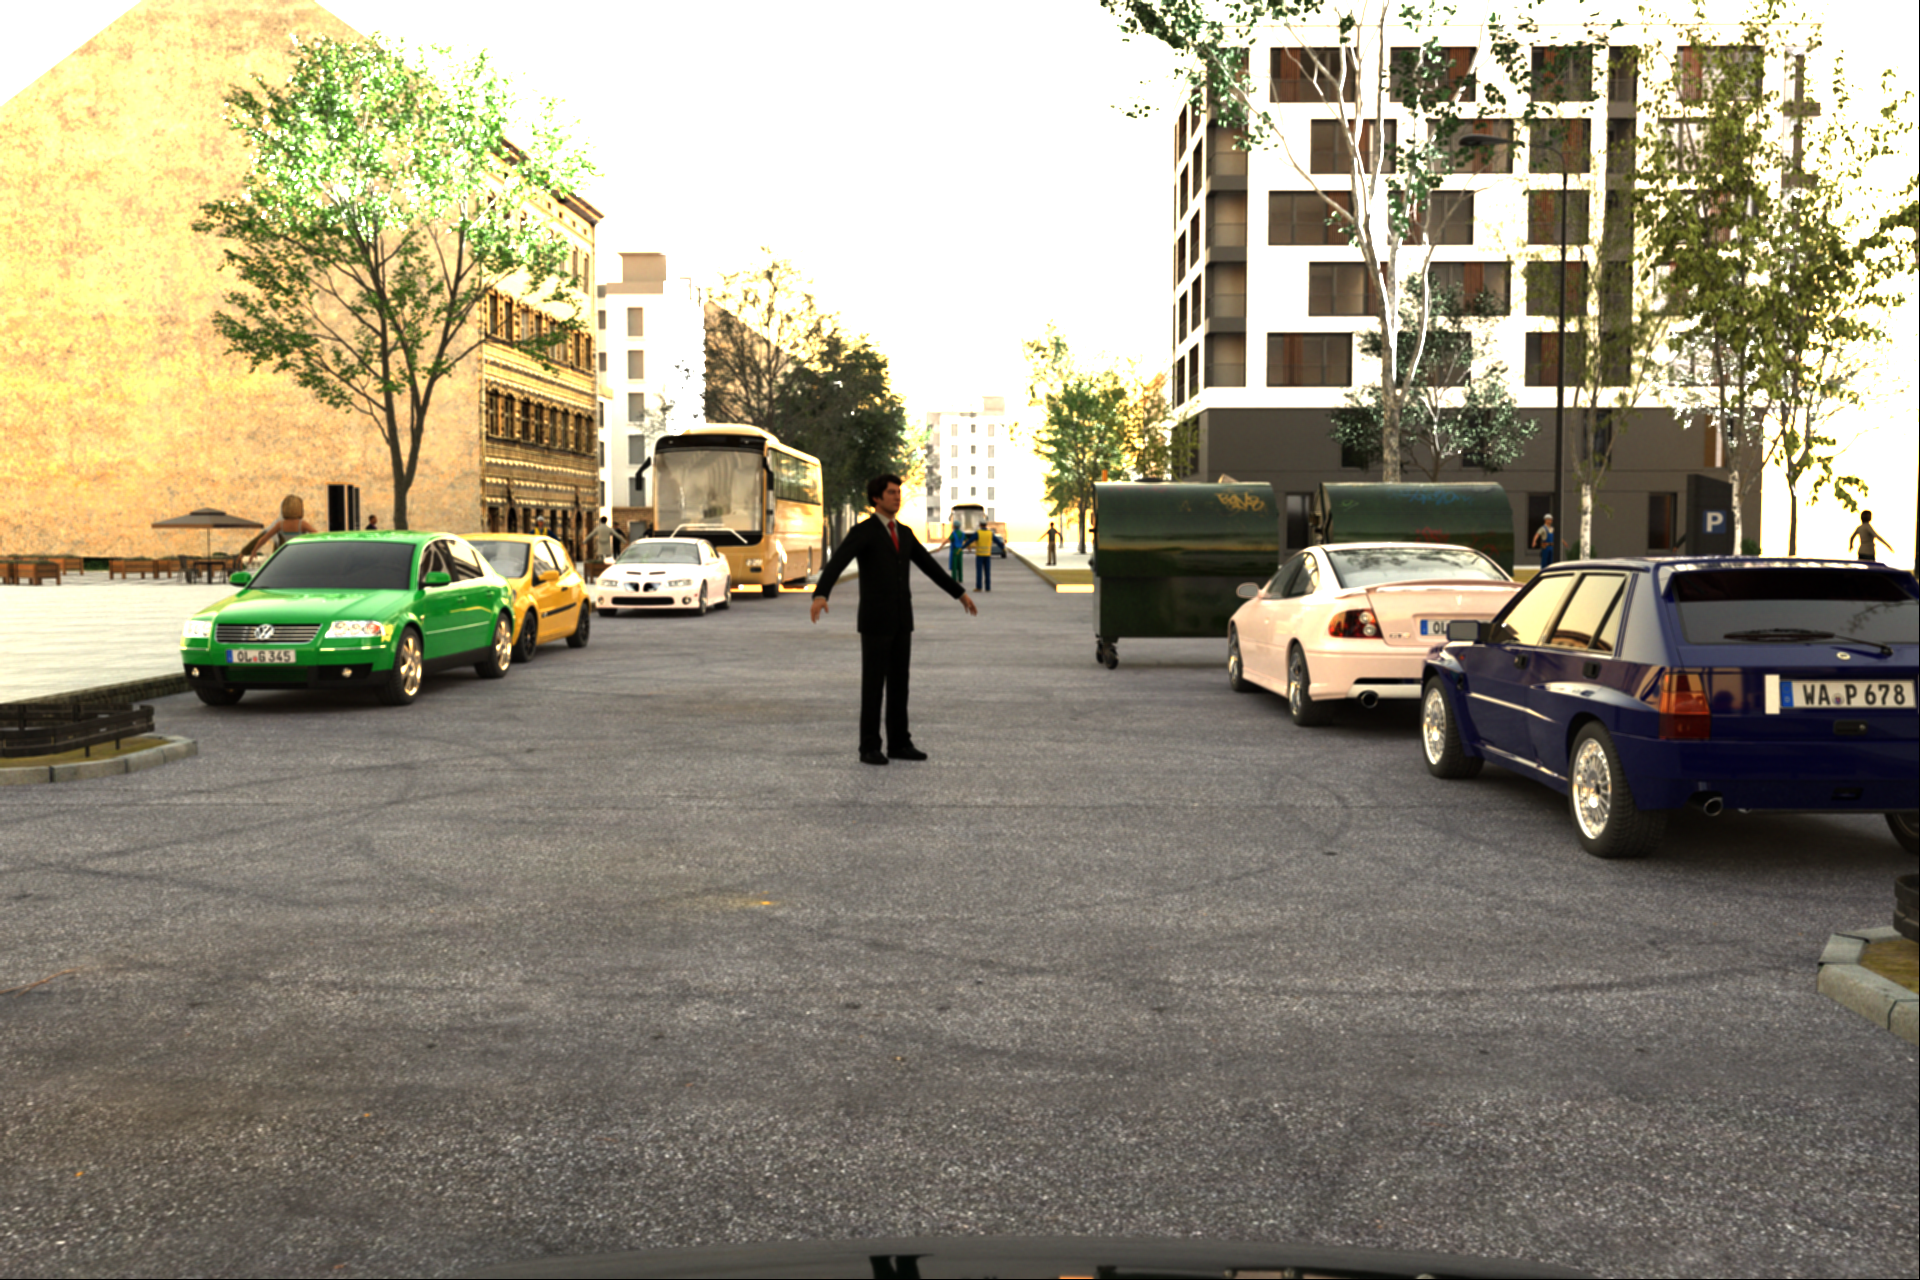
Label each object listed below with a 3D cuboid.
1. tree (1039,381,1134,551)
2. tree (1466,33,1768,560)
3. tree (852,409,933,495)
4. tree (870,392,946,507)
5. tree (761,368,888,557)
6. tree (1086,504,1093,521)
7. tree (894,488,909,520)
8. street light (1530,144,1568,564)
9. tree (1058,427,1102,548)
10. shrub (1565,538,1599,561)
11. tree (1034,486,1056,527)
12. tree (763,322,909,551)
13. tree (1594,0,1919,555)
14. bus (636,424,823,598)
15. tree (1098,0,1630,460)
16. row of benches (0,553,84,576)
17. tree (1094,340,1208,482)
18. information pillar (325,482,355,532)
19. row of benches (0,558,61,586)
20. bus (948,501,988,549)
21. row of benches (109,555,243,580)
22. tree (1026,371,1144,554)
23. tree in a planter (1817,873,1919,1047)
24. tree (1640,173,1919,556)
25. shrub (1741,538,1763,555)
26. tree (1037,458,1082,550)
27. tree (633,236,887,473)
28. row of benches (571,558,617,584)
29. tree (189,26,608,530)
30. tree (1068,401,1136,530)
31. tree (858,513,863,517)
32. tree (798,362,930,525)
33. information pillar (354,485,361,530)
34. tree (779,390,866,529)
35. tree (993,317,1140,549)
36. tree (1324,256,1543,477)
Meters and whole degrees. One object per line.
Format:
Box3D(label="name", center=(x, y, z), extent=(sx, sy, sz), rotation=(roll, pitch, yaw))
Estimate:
Box3D(label="tree", center=(9.273, -12.832, 127.922), extent=(7.486, 12.596, 7.792), rotation=(0, 3, 0))
Box3D(label="tree", center=(9.391, -4.657, 26.506), extent=(4.360, 8.622, 3.978), rotation=(0, 3, 0))
Box3D(label="tree", center=(-6.259, -12.957, 137.601), extent=(9.928, 11.665, 9.643), rotation=(0, 3, 0))
Box3D(label="tree", center=(-6.521, -14.649, 149.873), extent=(12.009, 13.543, 11.850), rotation=(0, 3, 0))
Box3D(label="tree", center=(-7.364, -9.884, 96.013), extent=(7.601, 10.594, 8.767), rotation=(1, 4, 16))
Box3D(label="tree", center=(18.913, -17.324, 233.604), extent=(4.360, 8.622, 3.978), rotation=(0, 3, 0))
Box3D(label="tree", center=(-8.399, -17.345, 233.947), extent=(4.360, 8.622, 3.978), rotation=(0, 3, 0))
Box3D(label="street light", center=(7.575, -2.919, 20.264), extent=(1.470, 5.913, 1.316), rotation=(0, 4, 1))
Box3D(label="tree", center=(8.294, -10.357, 119.701), extent=(4.360, 8.622, 3.978), rotation=(0, 3, 0))
Box3D(label="shrub", center=(19.849, -2.704, 55.321), extent=(1.383, 1.207, 1.383), rotation=(0, 3, 0))
Box3D(label="tree", center=(12.670, -17.342, 233.900), extent=(4.360, 8.622, 3.978), rotation=(0, 3, 0))
Box3D(label="tree", center=(-7.517, -12.199, 106.114), extent=(9.857, 13.997, 8.962), rotation=(0, 3, 0))
Box3D(label="tree", center=(9.731, -4.330, 21.160), extent=(4.737, 8.622, 4.395), rotation=(0, 3, 0))
Box3D(label="bus", center=(-5.214, -3.101, 42.254), extent=(2.896, 3.916, 12.252), rotation=(0, 4, 1))
Box3D(label="tree", center=(8.264, -11.120, 37.709), extent=(12.611, 20.169, 13.585), rotation=(0, 3, 0))
Box3D(label="row of benches", center=(-29.072, -2.403, 54.748), extent=(4.104, 0.672, 1.422), rotation=(2, 4, 33))
Box3D(label="tree", center=(7.276, -7.116, 66.701), extent=(4.737, 8.622, 4.395), rotation=(0, 3, 0))
Box3D(label="information pillar", center=(-8.858, -1.242, 24.806), extent=(0.304, 2.012, 0.304), rotation=(0, 4, 1))
Box3D(label="row of benches", center=(-24.223, -1.761, 44.256), extent=(4.104, 0.672, 1.422), rotation=(3, 4, 37))
Box3D(label="bus", center=(0.693, -8.713, 133.998), extent=(2.896, 3.916, 12.252), rotation=(0, 4, 1))
Box3D(label="row of benches", center=(-22.773, -2.150, 50.608), extent=(1.422, 0.672, 4.104), rotation=(2, 4, 30))
Box3D(label="tree", center=(7.887, -11.269, 110.009), extent=(9.928, 11.665, 9.643), rotation=(0, 3, 0))
Box3D(label="tree in a planter", center=(3.673, -0.471, 4.928), extent=(1.991, 3.239, 1.994), rotation=(0, 4, 1))
Box3D(label="tree", center=(28.939, -9.142, 59.848), extent=(12.009, 13.543, 11.850), rotation=(0, 3, 0))
Box3D(label="shrub", center=(25.765, -2.786, 56.668), extent=(1.383, 1.207, 1.383), rotation=(0, 3, 0))
Box3D(label="tree", center=(8.641, -11.418, 137.045), extent=(4.360, 8.622, 3.978), rotation=(0, 3, 0))
Box3D(label="tree", center=(-7.893, -9.808, 70.731), extent=(12.009, 13.543, 11.850), rotation=(0, 3, 0))
Box3D(label="row of benches", center=(-9.241, -1.804, 44.959), extent=(4.104, 0.672, 1.422), rotation=(-2, 4, -28))
Box3D(label="tree", center=(-11.175, -6.670, 34.804), extent=(9.928, 11.665, 9.643), rotation=(0, 3, 0))
Box3D(label="tree", center=(7.680, -8.936, 96.473), extent=(4.360, 8.622, 3.978), rotation=(0, 3, 0))
Box3D(label="tree", center=(-17.359, -20.262, 237.936), extent=(9.857, 13.997, 8.962), rotation=(0, 3, 0))
Box3D(label="tree", center=(-7.207, -12.814, 119.872), extent=(12.009, 13.543, 11.850), rotation=(0, 3, 0))
Box3D(label="information pillar", center=(-9.248, -1.326, 26.172), extent=(0.304, 2.012, 0.304), rotation=(0, 4, 1))
Box3D(label="tree", center=(-7.610, -8.474, 88.912), extent=(4.360, 8.622, 3.978), rotation=(0, 3, 0))
Box3D(label="tree", center=(9.229, -17.934, 149.113), extent=(12.611, 20.169, 13.585), rotation=(0, 3, 0))
Box3D(label="tree", center=(15.925, -7.602, 58.701), extent=(7.601, 10.594, 8.767), rotation=(0, 4, 5))
